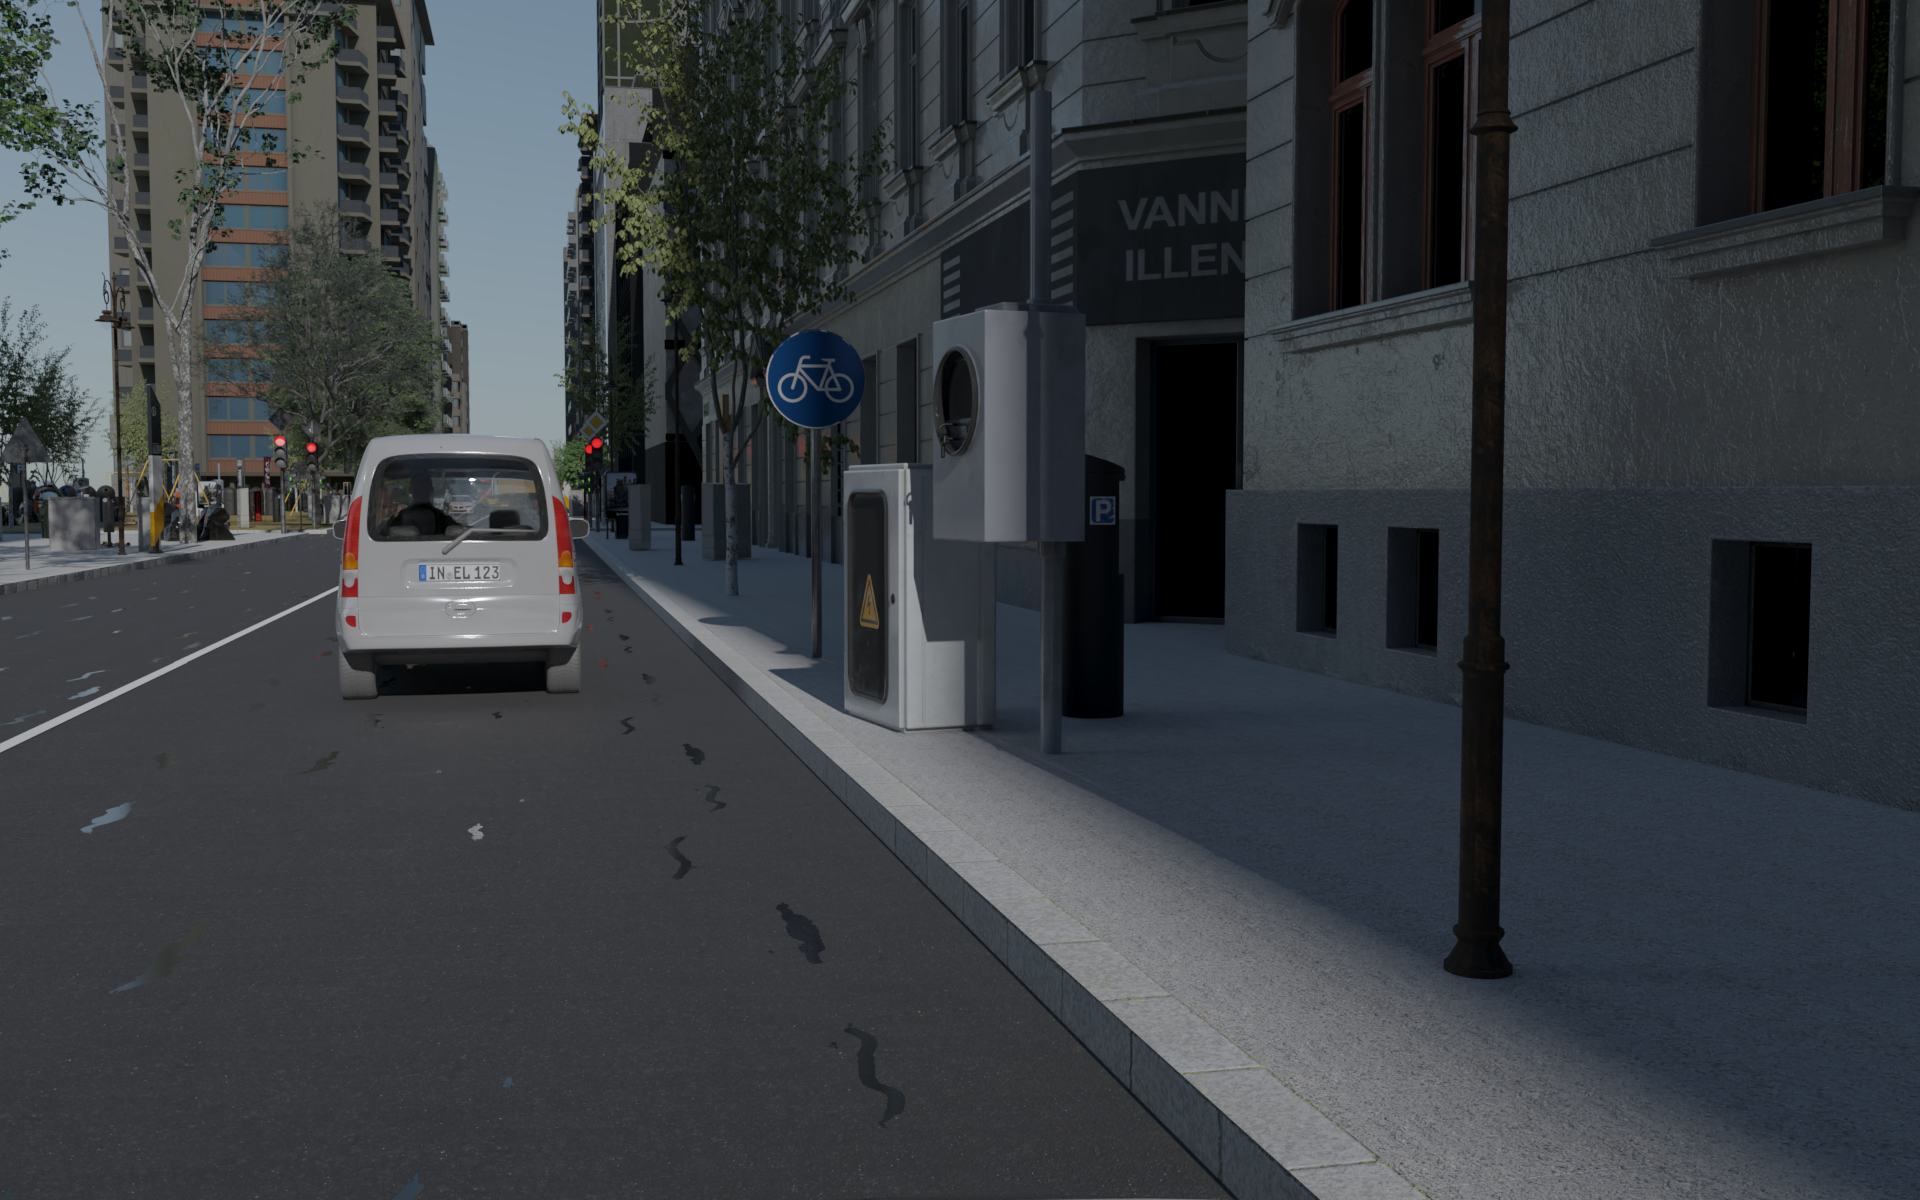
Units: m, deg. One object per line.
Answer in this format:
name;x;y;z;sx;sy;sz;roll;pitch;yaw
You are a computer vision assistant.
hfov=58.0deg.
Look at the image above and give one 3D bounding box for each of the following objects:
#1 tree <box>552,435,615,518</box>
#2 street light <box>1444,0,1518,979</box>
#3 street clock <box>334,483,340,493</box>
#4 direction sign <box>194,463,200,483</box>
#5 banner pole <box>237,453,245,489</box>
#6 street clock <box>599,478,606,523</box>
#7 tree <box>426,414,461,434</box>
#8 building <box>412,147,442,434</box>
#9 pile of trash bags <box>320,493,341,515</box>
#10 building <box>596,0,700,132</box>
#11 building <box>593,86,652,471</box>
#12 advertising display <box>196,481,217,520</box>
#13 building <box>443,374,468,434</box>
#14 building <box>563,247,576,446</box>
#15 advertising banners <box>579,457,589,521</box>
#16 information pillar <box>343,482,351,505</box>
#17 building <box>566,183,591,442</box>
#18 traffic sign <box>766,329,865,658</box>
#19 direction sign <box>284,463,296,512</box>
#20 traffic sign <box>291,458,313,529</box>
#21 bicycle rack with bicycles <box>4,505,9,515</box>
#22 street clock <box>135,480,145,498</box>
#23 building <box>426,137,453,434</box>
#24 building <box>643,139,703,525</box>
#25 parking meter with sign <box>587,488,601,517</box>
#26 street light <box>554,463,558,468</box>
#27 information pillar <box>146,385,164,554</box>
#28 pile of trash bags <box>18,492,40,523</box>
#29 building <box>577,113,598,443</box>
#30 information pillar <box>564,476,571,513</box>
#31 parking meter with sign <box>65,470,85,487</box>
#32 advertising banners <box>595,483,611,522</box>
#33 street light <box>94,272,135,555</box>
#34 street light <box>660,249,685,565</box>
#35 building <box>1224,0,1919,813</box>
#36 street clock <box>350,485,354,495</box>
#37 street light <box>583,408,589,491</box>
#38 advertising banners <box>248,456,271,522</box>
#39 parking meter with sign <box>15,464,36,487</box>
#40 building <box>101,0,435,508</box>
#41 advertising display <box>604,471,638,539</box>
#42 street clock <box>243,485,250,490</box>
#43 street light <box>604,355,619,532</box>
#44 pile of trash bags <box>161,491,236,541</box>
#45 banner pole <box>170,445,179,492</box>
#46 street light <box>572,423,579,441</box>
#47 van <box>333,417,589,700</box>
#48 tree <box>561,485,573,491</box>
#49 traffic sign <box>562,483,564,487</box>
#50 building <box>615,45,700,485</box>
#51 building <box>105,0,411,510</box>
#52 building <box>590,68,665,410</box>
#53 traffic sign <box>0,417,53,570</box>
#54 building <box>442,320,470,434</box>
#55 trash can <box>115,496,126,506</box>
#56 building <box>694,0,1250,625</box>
tree;-20.202;-6.681;92.944;4.285;4.588;4.351;0;3;0
street light;1.395;-1.939;4.486;0.468;5.910;1.993;-1;4;-14
street clock;-42.105;-6.885;117.140;0.358;2.002;0.471;0;4;5
direction sign;-56.407;-8.295;127.616;0.876;3.537;0.379;1;4;9
banner pole;-43.988;-7.099;106.085;0.863;3.779;0.401;2;4;28
street clock;-15.682;-4.378;76.152;0.471;2.002;0.358;0;4;2
tree;-46.157;-12.471;154.257;4.360;8.622;3.978;0;3;0
building;-66.715;-31.390;196.821;14.154;41.232;14.086;-1;4;-14
pile of trash bags;-38.415;-5.883;105.937;1.912;1.369;3.447;-2;4;-34
building;-27.877;-45.020;174.332;20.563;71.187;20.611;-1;4;-14
building;-17.040;-17.965;111.742;12.078;24.808;19.932;-1;4;-14
advertising display;-36.255;-4.782;83.400;0.123;1.923;0.974;3;4;39
building;-88.791;-25.378;259.974;27.650;21.520;28.899;-1;4;-14
building;-58.724;-37.012;288.744;14.154;41.232;14.086;-1;4;-14
advertising banners;-17.927;-5.301;82.853;0.090;3.025;2.074;0;4;2
information pillar;-38.437;-6.370;108.649;0.304;2.012;0.304;1;4;16
building;-49.062;-39.628;267.530;23.786;49.044;30.456;-1;4;-14
traffic sign;-1.119;-0.819;13.496;0.768;2.556;0.104;0;4;-5
direction sign;-48.910;-8.214;126.299;0.876;3.537;0.379;-1;4;-9
traffic sign;-23.869;-3.833;62.677;0.884;2.594;0.081;-1;4;-11
bicycle rack with bicycles;-57.019;-5.650;105.756;2.925;0.926;2.852;0;4;-8
street clock;-41.039;-5.024;86.713;0.471;2.002;0.358;2;4;24
building;-79.797;-37.384;230.833;23.786;49.044;30.456;-1;4;-14
building;-5.385;-12.920;78.697;16.811;18.784;16.820;-1;4;-14
parking meter with sign;-20.475;-6.167;97.096;1.738;3.016;0.543;3;5;44
street light;-49.545;-14.694;213.038;0.468;5.910;1.993;-1;4;-14
information pillar;-17.366;-2.815;37.378;0.183;3.616;0.504;0;4;-1
pile of trash bags;-40.872;-4.111;76.975;1.912;1.369;3.447;-2;4;-27
building;-32.413;-33.323;199.451;22.147;44.769;28.867;-1;4;-14
information pillar;-26.197;-7.597;115.570;0.504;3.616;0.183;1;4;21
parking meter with sign;-63.011;-7.736;122.745;0.543;3.016;1.738;3;5;39
advertising banners;-16.297;-5.060;78.912;0.090;3.025;2.074;1;4;10
street light;-17.592;-3.877;36.184;0.468;5.910;1.993;-1;4;-14
street light;-5.085;-3.567;31.114;0.468;5.910;1.993;-1;4;-14
building;10.808;-13.236;3.801;14.401;28.519;23.554;-1;4;-14
street clock;-46.636;-7.856;133.018;0.358;2.002;0.471;1;4;19
street light;-18.217;-6.863;85.000;0.468;5.910;1.993;-1;4;-14
advertising banners;-32.496;-5.128;80.031;0.090;3.025;2.074;1;4;18
parking meter with sign;-54.209;-6.399;100.883;1.738;3.016;0.543;2;4;29
building;-67.974;-35.768;174.038;28.713;52.752;27.495;-1;4;-14
advertising display;-9.659;-2.700;49.362;0.974;1.923;0.123;-2;4;-33
street clock;-54.683;-7.844;132.822;0.471;2.002;0.358;1;4;12
street light;-11.624;-5.199;57.790;0.468;5.910;1.993;-1;4;-14
pile of trash bags;-21.586;-2.371;48.512;1.912;1.369;3.447;-2;4;-33
banner pole;-41.008;-6.154;90.642;0.401;3.779;0.863;1;4;22
street light;-24.702;-8.473;111.317;0.468;5.910;1.993;-1;4;-14
van;-3.897;-0.402;13.578;2.013;2.044;4.112;-1;4;-15
tree;-42.724;-11.927;189.614;1.663;3.219;1.824;0;3;0
traffic sign;-31.023;-8.362;136.729;0.884;2.594;0.081;0;4;-6
building;-12.148;-16.203;94.604;12.332;23.373;15.834;-1;4;-14
building;-58.888;-30.147;147.522;22.147;44.769;28.867;-1;4;-14
building;-16.851;-28.304;154.647;32.217;40.220;23.993;-1;4;-14
traffic sign;-15.772;-1.787;29.229;0.884;2.594;0.081;0;4;-6
building;-87.405;-31.219;282.129;14.160;30.474;14.107;-1;4;-14
trash can;-50.417;-5.643;103.911;0.748;1.137;0.748;0;3;0
building;4.317;-15.935;36.949;17.030;29.872;44.131;-1;4;-14
